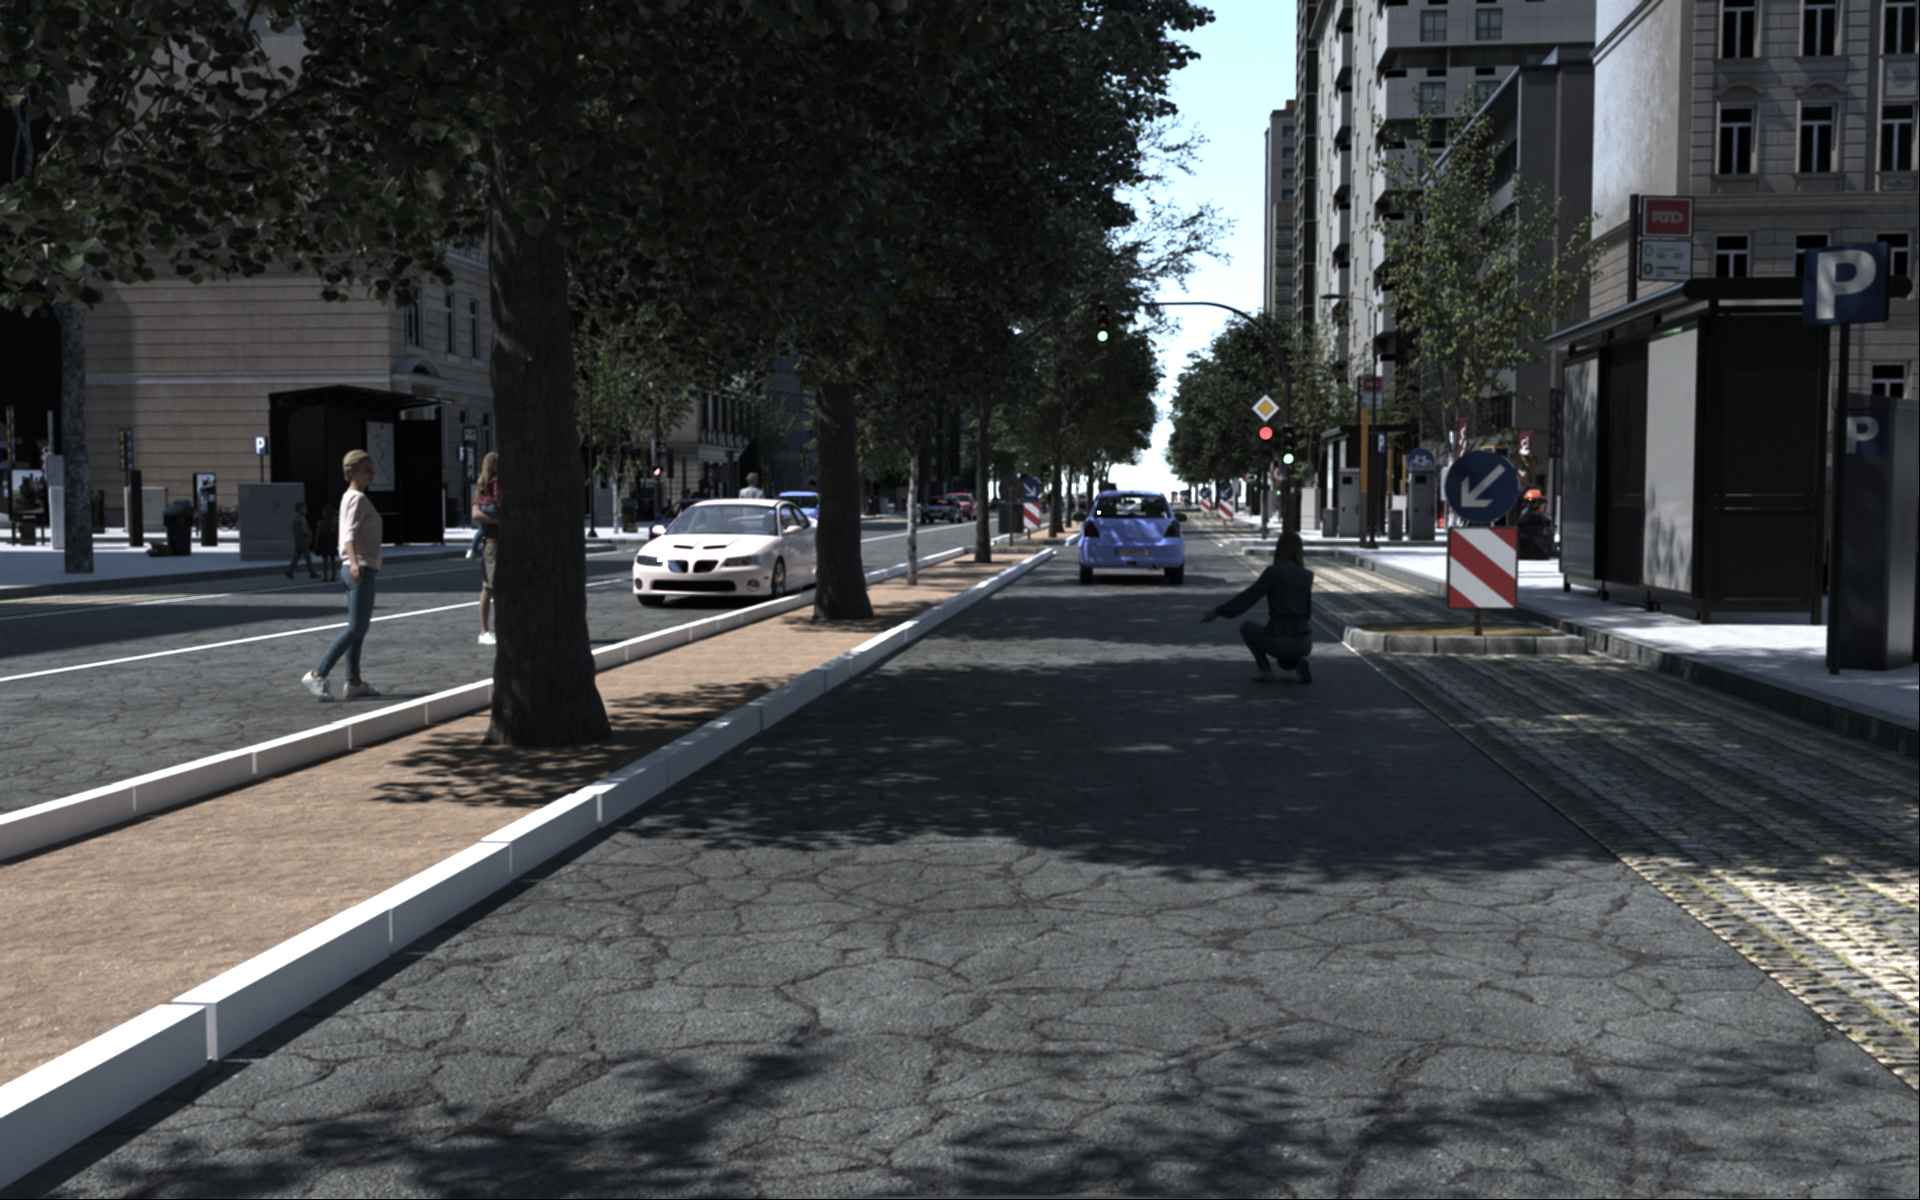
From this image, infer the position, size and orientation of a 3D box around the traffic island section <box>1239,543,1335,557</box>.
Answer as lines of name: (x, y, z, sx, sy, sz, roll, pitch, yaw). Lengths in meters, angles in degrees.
traffic island section: (7.722, -1.142, 40.957, 2.009, 0.180, 2.903, 0, 4, 6)

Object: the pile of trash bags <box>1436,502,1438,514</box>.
pile of trash bags: (23.311, -4.587, 84.751, 3.447, 1.369, 1.912, 0, 4, -7)

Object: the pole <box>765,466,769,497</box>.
pole: (-12.232, -7.084, 109.668, 0.158, 3.312, 0.155, 0, 3, 0)

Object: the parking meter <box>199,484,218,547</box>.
parking meter: (-18.426, -2.083, 42.468, 0.372, 1.533, 0.369, 0, 3, 0)

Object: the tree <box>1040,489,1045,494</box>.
tree: (11.958, -16.139, 258.470, 1.663, 3.219, 1.824, 0, 3, 0)

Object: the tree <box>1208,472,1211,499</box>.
tree: (25.923, -15.088, 181.096, 7.601, 10.594, 8.767, 2, 4, 27)

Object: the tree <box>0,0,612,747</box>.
tree: (-2.384, -6.142, 9.532, 9.857, 13.997, 8.962, 0, 3, 0)

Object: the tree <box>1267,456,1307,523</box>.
tree: (14.428, -4.990, 76.188, 1.663, 3.219, 1.824, 0, 3, 0)

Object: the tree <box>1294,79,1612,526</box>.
tree: (9.079, -4.941, 31.148, 4.737, 8.622, 4.395, 0, 3, 0)

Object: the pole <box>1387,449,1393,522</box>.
pole: (19.474, -5.173, 78.423, 0.158, 3.312, 0.155, 0, 3, 0)

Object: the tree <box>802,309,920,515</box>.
tree: (-5.973, -11.503, 106.201, 7.486, 12.596, 7.792, 0, 3, 0)

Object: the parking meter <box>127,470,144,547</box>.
parking meter: (-20.175, -2.242, 42.372, 0.255, 1.863, 0.399, -3, 4, -38)

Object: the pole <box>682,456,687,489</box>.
pole: (-14.935, -6.121, 93.916, 0.158, 3.312, 0.155, 0, 3, 0)

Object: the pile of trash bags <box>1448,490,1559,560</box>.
pile of trash bags: (11.238, -1.542, 34.961, 1.912, 1.369, 3.447, 2, 4, 31)

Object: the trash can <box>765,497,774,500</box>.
trash can: (-10.148, -4.878, 91.410, 0.748, 1.137, 0.748, 0, 3, 0)

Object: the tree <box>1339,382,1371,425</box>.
tree: (25.248, -9.884, 111.965, 4.360, 8.622, 3.978, 0, 3, 0)

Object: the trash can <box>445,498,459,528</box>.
trash can: (-19.182, -3.263, 65.011, 0.748, 1.137, 0.748, 0, 3, 0)

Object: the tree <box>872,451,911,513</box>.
tree: (-4.408, -8.190, 117.620, 4.285, 4.588, 4.351, 0, 3, 0)

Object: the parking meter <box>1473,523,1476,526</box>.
parking meter: (8.544, -1.210, 28.199, 0.372, 1.533, 0.369, 0, 3, 0)

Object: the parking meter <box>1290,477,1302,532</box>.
parking meter: (11.318, -3.229, 58.510, 0.255, 1.863, 0.399, -3, 4, -38)

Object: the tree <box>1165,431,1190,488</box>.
tree: (33.175, -19.794, 249.380, 9.928, 11.665, 9.643, 0, 3, 0)

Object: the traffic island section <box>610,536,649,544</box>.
traffic island section: (-8.874, -1.747, 50.843, 2.009, 0.180, 2.903, 0, 4, 6)

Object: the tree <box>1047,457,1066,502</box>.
tree: (13.859, -21.389, 275.471, 9.928, 11.665, 9.643, 0, 3, 0)

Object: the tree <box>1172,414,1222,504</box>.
tree: (29.561, -18.295, 217.245, 7.486, 12.596, 7.792, 0, 3, 0)

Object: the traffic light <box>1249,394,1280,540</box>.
traffic light: (8.570, -3.661, 48.784, 0.839, 4.253, 0.868, 0, 4, 6)

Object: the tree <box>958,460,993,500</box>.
tree: (1.480, -11.195, 166.747, 4.285, 4.588, 4.351, 0, 3, 0)

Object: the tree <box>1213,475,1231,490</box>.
tree: (21.512, -8.896, 140.043, 1.663, 3.219, 1.824, 0, 3, 0)

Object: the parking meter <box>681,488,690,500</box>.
parking meter: (-11.861, -4.070, 74.957, 0.372, 1.533, 0.369, 0, 3, 0)

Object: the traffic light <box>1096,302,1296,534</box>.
traffic light: (5.595, -4.053, 40.938, 4.771, 5.953, 1.251, 0, 4, 6)

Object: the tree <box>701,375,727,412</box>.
tree: (-10.751, -6.784, 61.285, 4.737, 8.622, 4.395, 0, 3, 0)

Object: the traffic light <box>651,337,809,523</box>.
traffic light: (-6.747, -4.639, 50.508, 4.771, 5.953, 1.251, 0, 4, 6)

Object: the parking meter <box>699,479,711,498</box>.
parking meter: (-9.975, -3.796, 67.768, 0.399, 1.863, 0.255, -3, 4, -37)

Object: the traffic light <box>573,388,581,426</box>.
traffic light: (-9.722, -3.293, 42.768, 0.839, 4.253, 0.868, 0, 4, 6)

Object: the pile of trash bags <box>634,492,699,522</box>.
pile of trash bags: (-13.760, -4.377, 81.312, 3.447, 1.369, 1.912, 0, 4, -8)

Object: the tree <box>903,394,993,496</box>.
tree: (-1.311, -13.034, 138.867, 9.928, 11.665, 9.643, 0, 3, 0)

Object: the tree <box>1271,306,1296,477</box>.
tree: (13.466, -6.990, 64.652, 4.737, 8.622, 4.395, 0, 3, 0)

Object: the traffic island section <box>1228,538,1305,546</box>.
traffic island section: (8.608, -1.628, 48.893, 2.009, 0.180, 2.903, 0, 4, 6)

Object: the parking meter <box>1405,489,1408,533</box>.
parking meter: (15.026, -3.010, 57.631, 0.372, 1.533, 0.369, 0, 3, 0)

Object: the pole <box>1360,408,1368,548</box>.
pole: (9.597, -2.893, 41.137, 0.158, 3.312, 0.155, 0, 3, 0)

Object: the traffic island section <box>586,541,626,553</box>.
traffic island section: (-9.760, -1.262, 42.908, 2.009, 0.180, 2.903, 0, 4, 6)

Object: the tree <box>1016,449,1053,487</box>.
tree: (9.630, -19.955, 243.278, 9.611, 12.733, 9.660, 0, 3, 0)

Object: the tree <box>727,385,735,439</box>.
tree: (-11.403, -9.099, 99.129, 4.737, 8.622, 4.395, 0, 3, 0)

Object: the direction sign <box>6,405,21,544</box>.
direction sign: (-24.418, -3.219, 44.628, 0.379, 3.537, 0.876, -3, 5, -39)

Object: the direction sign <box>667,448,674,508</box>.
direction sign: (-14.354, -5.745, 85.932, 0.379, 3.537, 0.876, 1, 4, 10)

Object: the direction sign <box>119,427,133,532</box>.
direction sign: (-28.408, -4.101, 59.045, 0.876, 3.537, 0.379, 3, 4, 38)

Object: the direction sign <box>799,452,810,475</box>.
direction sign: (-8.311, -6.152, 92.580, 0.379, 3.537, 0.876, -3, 5, -42)

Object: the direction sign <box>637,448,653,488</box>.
direction sign: (-15.639, -5.752, 86.044, 0.876, 3.537, 0.379, -3, 4, -37)

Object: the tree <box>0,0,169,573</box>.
tree: (-13.544, -10.579, 28.859, 12.611, 20.169, 13.585, 0, 3, 0)

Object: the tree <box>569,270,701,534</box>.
tree: (-11.410, -6.461, 55.995, 4.737, 8.622, 4.395, 0, 3, 0)

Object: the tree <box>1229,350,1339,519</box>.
tree: (15.995, -8.402, 87.742, 4.360, 8.622, 3.978, 0, 3, 0)

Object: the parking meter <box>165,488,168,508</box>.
parking meter: (-38.910, -4.640, 84.283, 0.372, 1.533, 0.369, 0, 3, 0)

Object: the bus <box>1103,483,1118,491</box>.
bus: (23.292, -16.869, 270.672, 2.948, 3.499, 13.247, 0, 4, 7)

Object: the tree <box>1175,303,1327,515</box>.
tree: (17.829, -11.458, 104.345, 9.611, 12.733, 9.660, 0, 3, 0)

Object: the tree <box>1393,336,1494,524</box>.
tree: (20.930, -7.636, 75.217, 4.360, 8.622, 3.978, 0, 3, 0)

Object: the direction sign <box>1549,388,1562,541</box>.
direction sign: (12.825, -2.775, 37.368, 0.379, 3.537, 0.876, 2, 4, 33)

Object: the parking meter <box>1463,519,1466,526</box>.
parking meter: (15.830, -2.949, 53.932, 0.255, 1.863, 0.399, 1, 4, 20)

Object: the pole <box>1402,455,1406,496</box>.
pole: (23.090, -5.886, 90.086, 0.158, 3.312, 0.155, 0, 3, 0)

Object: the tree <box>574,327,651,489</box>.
tree: (-15.653, -7.737, 76.865, 4.360, 8.622, 3.978, 0, 3, 0)
